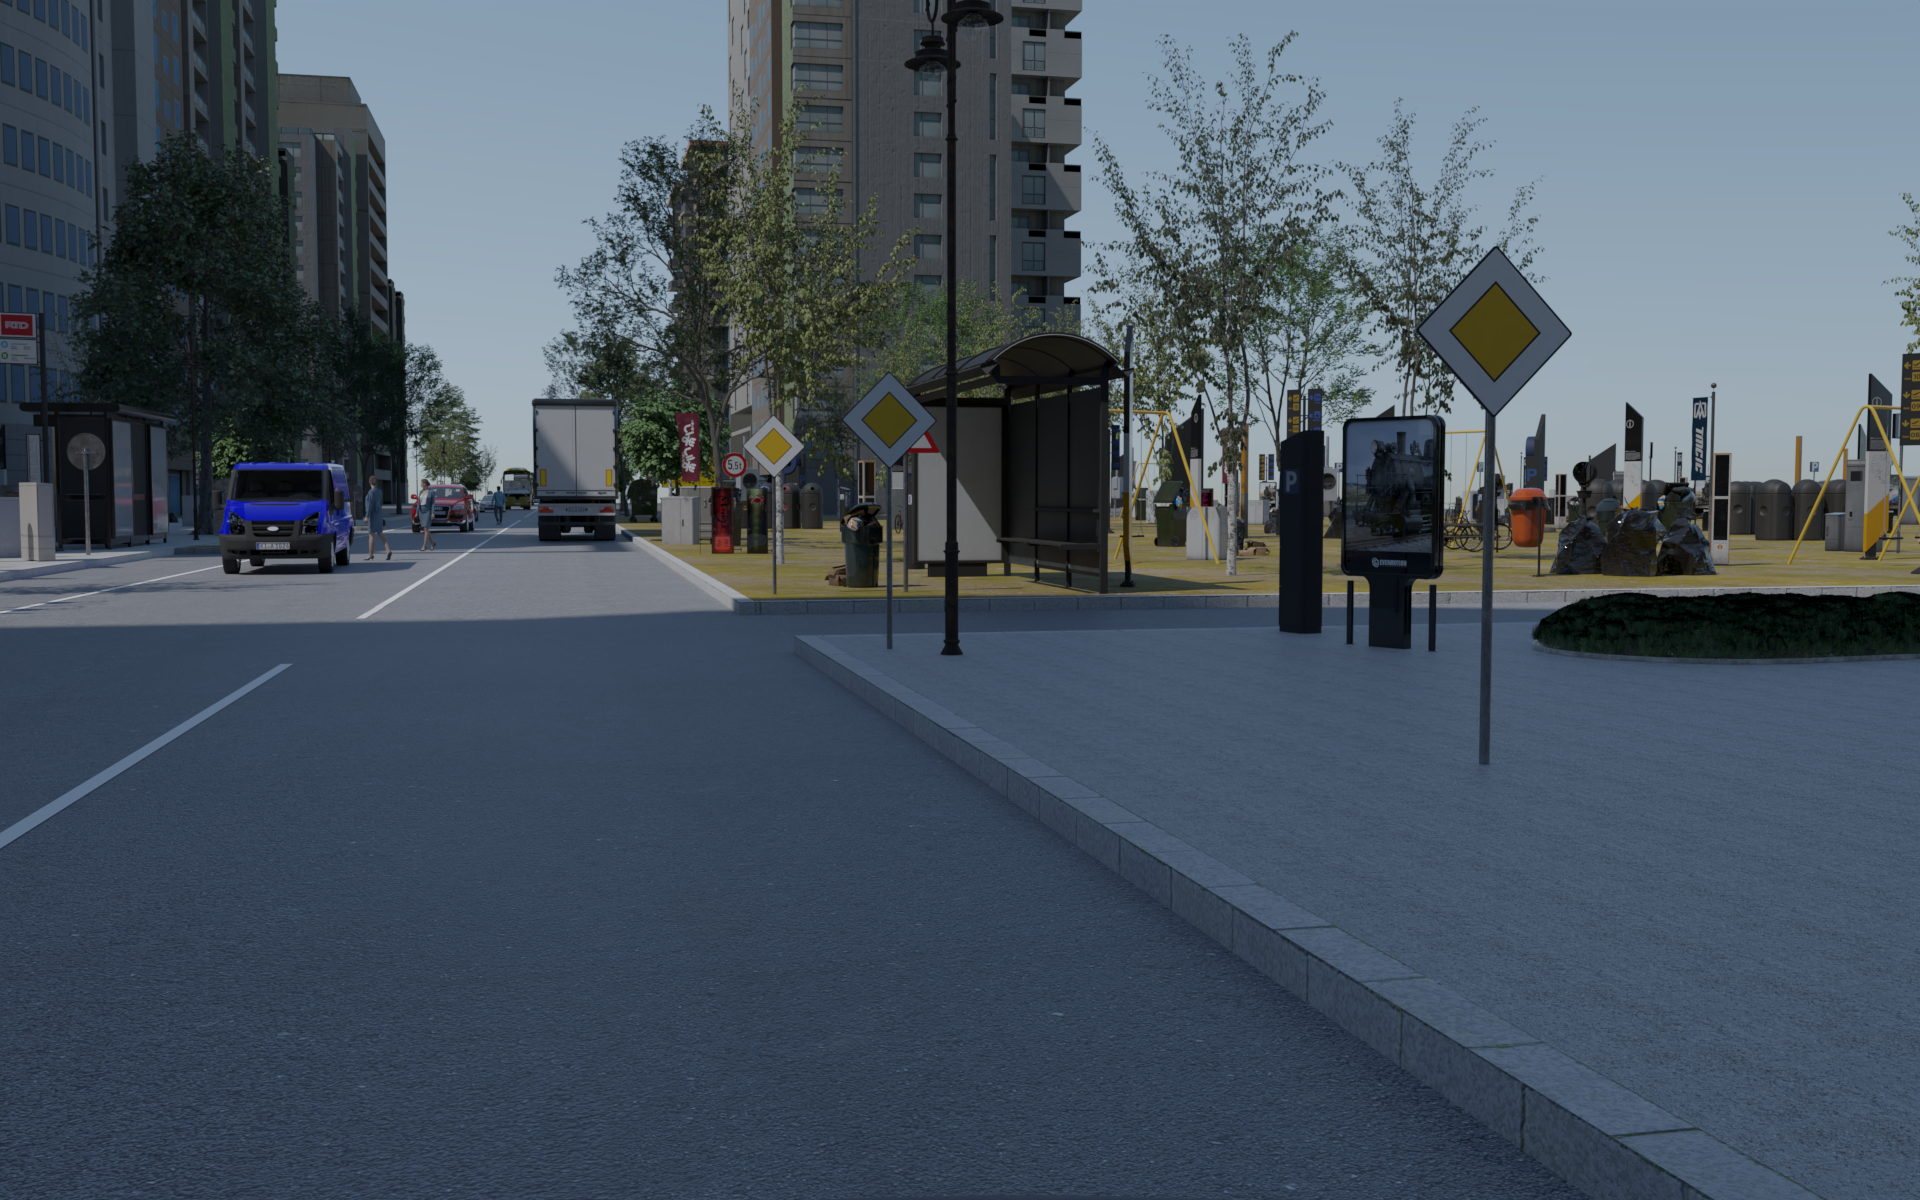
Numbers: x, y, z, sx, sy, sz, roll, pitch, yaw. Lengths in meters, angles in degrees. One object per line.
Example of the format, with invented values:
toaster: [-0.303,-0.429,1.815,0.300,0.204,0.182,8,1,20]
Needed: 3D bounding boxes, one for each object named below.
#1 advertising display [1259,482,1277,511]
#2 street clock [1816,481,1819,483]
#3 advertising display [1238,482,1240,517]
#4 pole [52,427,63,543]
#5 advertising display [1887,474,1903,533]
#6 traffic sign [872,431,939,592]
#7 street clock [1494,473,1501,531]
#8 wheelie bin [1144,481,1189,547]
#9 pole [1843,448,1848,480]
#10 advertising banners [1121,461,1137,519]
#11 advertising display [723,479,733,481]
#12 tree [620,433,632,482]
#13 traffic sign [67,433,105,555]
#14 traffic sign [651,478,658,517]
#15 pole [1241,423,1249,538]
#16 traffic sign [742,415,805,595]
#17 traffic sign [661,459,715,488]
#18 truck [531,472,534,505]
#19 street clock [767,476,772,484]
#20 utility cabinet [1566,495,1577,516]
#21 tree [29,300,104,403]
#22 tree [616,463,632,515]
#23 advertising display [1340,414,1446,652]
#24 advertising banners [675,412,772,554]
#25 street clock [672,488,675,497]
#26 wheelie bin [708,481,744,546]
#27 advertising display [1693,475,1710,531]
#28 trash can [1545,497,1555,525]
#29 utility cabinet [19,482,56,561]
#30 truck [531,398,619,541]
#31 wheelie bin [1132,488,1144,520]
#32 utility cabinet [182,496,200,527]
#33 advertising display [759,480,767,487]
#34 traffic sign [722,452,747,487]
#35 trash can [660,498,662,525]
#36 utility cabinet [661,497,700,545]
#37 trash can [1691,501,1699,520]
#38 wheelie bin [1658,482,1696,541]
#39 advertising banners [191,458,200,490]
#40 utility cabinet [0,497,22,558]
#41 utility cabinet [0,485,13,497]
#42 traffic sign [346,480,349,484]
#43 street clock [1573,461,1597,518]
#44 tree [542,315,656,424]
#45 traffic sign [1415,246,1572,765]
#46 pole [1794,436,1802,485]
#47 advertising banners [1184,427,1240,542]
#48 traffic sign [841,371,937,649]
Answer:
advertising display: [16.203,-5.254,91.117,0.974,1.923,0.123,3,4,38]
street clock: [48.650,-5.753,98.632,0.471,2.002,0.358,0,4,0]
advertising display: [15.155,-5.523,95.521,0.123,1.923,0.974,3,4,37]
pole: [-23.722,-3.162,45.537,0.158,3.312,0.155,0,3,0]
advertising display: [30.199,-3.130,56.389,0.974,1.923,0.123,0,4,-8]
traffic sign: [-0.708,-1.380,22.568,0.884,2.594,0.081,-1,4,-11]
street clock: [18.740,-3.424,60.552,0.358,2.002,0.471,1,4,21]
wheelie bin: [5.152,-2.103,42.298,0.693,1.594,0.980,-3,5,-41]
pole: [39.537,-5.110,77.391,0.158,3.312,0.155,0,3,0]
advertising banners: [8.863,-5.769,90.511,0.090,3.025,2.074,2,4,27]
advertising display: [-9.802,-4.233,74.425,0.974,1.923,0.123,-2,4,-24]
tree: [-42.950,-17.557,204.071,9.611,12.733,9.660,0,3,0]
traffic sign: [-18.280,-2.210,36.246,0.768,2.556,0.104,0,4,-6]
traffic sign: [-14.547,-5.032,82.386,0.768,2.556,0.104,0,4,-8]
pole: [8.223,-3.436,50.025,0.158,3.312,0.155,0,3,0]
traffic sign: [-2.371,-1.127,22.072,0.795,2.450,0.064,-1,4,-13]
traffic sign: [-10.896,-4.648,69.866,2.265,3.308,0.079,0,4,-5]
truck: [-56.401,-14.383,224.068,2.839,4.237,11.283,-1,4,-12]
street clock: [-7.531,-3.996,69.899,0.471,2.002,0.358,2,4,25]
utility cabinet: [33.978,-5.249,96.988,1.020,1.237,0.306,0,4,5]
tree: [-31.496,-6.901,63.190,4.360,8.622,3.978,0,3,0]
tree: [-20.751,-6.795,105.707,1.663,3.219,1.824,0,3,0]
advertising display: [3.593,-0.563,14.426,0.123,1.923,0.974,-3,4,-38]
advertising banners: [-5.059,-2.500,37.062,2.074,3.025,0.090,0,4,4]
street clock: [-14.876,-5.190,89.430,0.471,2.002,0.358,-3,5,-39]
wheelie bin: [-5.782,-2.137,42.852,0.980,1.594,0.693,3,5,39]
advertising display: [25.881,-3.344,59.884,0.974,1.923,0.123,1,4,9]
trash can: [25.335,-3.859,74.742,0.748,1.137,0.748,0,3,0]
utility cabinet: [-17.724,-1.505,33.285,0.318,1.500,1.173,-3,5,-42]
truck: [-12.455,-4.125,56.357,2.839,4.237,11.283,-1,4,-12]
wheelie bin: [8.811,-4.674,84.332,0.980,1.594,0.693,0,4,-6]
utility cabinet: [-30.290,-3.518,68.678,1.020,1.237,0.306,-2,4,-23]
advertising display: [-9.322,-4.653,81.293,0.974,1.923,0.123,3,5,40]
traffic sign: [-6.904,-3.241,53.102,0.768,2.556,0.104,-1,4,-12]
trash can: [-11.594,-3.504,68.951,0.748,1.137,0.748,0,3,0]
utility cabinet: [-7.132,-2.019,44.165,1.020,1.237,0.306,2,4,30]
trash can: [35.990,-4.495,85.151,0.748,1.137,0.748,0,3,0]
wheelie bin: [19.296,-2.363,46.543,0.980,1.594,0.693,0,4,-4]
advertising banners: [-36.464,-5.365,83.901,0.090,3.025,2.074,1,4,18]
utility cabinet: [-19.305,-1.435,34.624,0.306,1.237,1.020,2,4,34]
utility cabinet: [-22.668,-1.950,40.564,0.318,1.500,1.173,0,4,3]
traffic sign: [-32.124,-5.487,89.714,0.884,2.594,0.081,0,4,-7]
street clock: [13.873,-2.075,38.496,0.471,2.002,0.358,3,5,44]
tree: [-35.910,-19.817,179.897,12.611,20.169,13.585,0,3,0]
traffic sign: [2.490,-0.427,8.161,0.795,2.450,0.064,-1,4,-12]
pole: [29.369,-4.090,60.711,0.158,3.312,0.155,0,3,0]
advertising banners: [6.473,-3.042,45.920,2.074,3.025,0.090,2,4,34]
traffic sign: [-0.586,-0.651,14.288,0.795,2.450,0.064,-1,4,-13]
